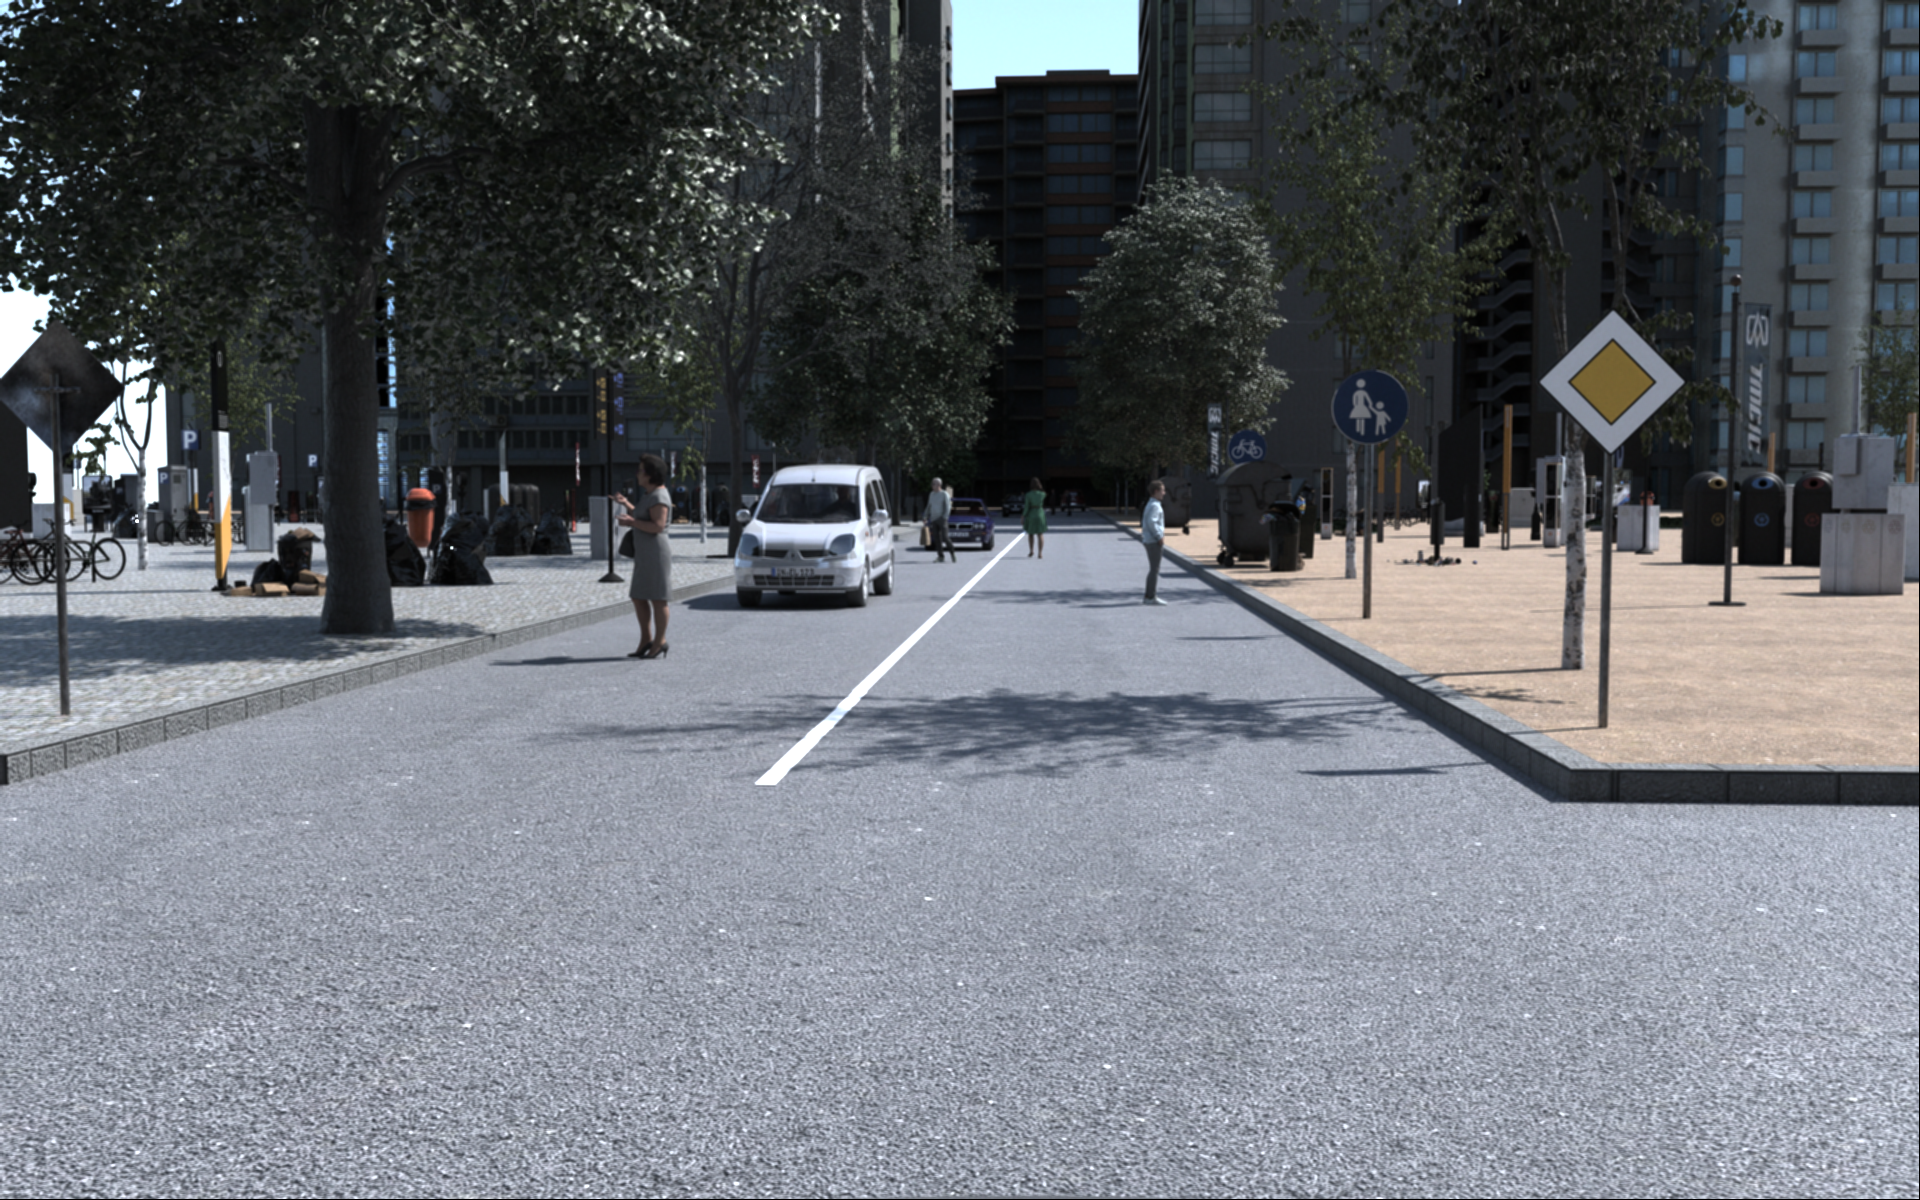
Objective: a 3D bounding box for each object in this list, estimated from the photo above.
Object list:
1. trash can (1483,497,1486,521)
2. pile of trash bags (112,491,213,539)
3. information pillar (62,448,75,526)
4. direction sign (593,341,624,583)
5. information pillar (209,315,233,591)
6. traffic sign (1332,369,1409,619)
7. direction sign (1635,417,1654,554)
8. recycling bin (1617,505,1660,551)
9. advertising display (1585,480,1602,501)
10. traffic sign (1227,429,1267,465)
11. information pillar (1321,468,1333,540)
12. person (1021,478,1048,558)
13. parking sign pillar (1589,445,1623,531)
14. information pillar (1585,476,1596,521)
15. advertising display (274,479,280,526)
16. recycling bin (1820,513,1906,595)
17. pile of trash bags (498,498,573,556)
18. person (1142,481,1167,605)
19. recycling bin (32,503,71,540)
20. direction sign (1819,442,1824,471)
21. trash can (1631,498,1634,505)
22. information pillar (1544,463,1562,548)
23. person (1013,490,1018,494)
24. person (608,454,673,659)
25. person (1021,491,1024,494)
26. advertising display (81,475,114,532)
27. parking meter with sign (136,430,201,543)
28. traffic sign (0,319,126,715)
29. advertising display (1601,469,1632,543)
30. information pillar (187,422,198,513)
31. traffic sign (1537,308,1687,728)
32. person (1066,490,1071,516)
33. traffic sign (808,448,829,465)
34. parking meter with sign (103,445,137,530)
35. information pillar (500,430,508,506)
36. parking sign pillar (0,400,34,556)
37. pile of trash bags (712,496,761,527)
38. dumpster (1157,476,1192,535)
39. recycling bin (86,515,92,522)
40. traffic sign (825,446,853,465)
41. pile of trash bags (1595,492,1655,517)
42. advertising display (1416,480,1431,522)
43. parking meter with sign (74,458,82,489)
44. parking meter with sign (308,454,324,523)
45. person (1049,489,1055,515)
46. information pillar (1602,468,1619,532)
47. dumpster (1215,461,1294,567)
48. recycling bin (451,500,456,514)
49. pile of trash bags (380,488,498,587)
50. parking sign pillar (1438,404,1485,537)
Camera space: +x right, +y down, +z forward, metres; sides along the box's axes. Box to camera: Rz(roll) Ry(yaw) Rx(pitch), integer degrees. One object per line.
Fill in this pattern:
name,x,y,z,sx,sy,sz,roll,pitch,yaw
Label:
trash can,25.019,-4.304,82.027,0.748,1.137,0.748,0,3,0
pile of trash bags,-23.135,-2.538,51.250,1.912,1.369,3.447,2,4,27
information pillar,-36.265,-4.828,70.289,0.504,3.616,0.183,-2,4,-31
direction sign,-5.087,-2.028,25.159,0.379,3.537,0.876,1,4,16
information pillar,-9.803,-1.933,22.966,0.183,3.616,0.504,0,4,-8
traffic sign,4.199,-1.082,17.798,0.768,2.556,0.104,1,4,11
direction sign,14.654,-2.752,36.990,0.379,3.537,0.876,1,4,8
recycling bin,15.291,-1.620,39.043,0.722,1.027,0.722,3,5,41
advertising display,29.502,-4.628,80.877,0.974,1.923,0.123,2,4,31
traffic sign,5.654,-2.084,34.182,0.768,2.556,0.104,0,4,5
information pillar,10.368,-2.719,48.951,0.304,2.012,0.304,1,4,17
person,1.681,-1.835,38.743,0.600,1.795,0.529,-1,4,-17
parking sign pillar,22.717,-4.392,60.285,1.447,3.967,1.447,2,4,32
information pillar,25.996,-4.094,71.426,0.304,2.012,0.304,-3,5,-43
advertising display,-27.978,-3.961,69.971,0.974,1.923,0.123,-3,5,-41
recycling bin,11.605,-0.595,22.280,0.722,1.027,0.722,0,4,-8
pile of trash bags,-9.929,-1.611,36.095,1.912,1.369,3.447,3,5,43
person,2.516,-0.738,22.377,0.330,1.601,0.589,0,4,6
recycling bin,-25.549,-2.211,48.707,0.722,1.027,0.722,0,4,6
direction sign,37.897,-5.156,76.290,0.379,3.537,0.876,1,4,18
trash can,27.270,-3.633,71.058,0.748,1.137,0.748,0,3,0
information pillar,14.130,-2.250,41.273,0.304,2.012,0.304,3,4,39
person,4.558,-8.274,143.800,1.348,1.821,0.705,-1,4,-21
person,-2.798,-0.383,15.116,0.532,1.782,0.716,-1,4,-22
person,5.518,-8.914,155.030,0.721,1.735,1.217,1,4,23
advertising display,-29.009,-3.245,58.275,0.974,1.923,0.123,0,4,-4
parking meter with sign,-20.988,-3.048,46.095,0.543,3.016,1.738,1,4,14
traffic sign,-5.196,-0.389,10.001,0.795,2.450,0.064,0,4,3
advertising display,17.155,-2.443,45.165,0.974,1.923,0.123,-2,4,-34
information pillar,-24.990,-3.978,56.392,0.504,3.616,0.183,3,5,41
traffic sign,3.531,-0.356,9.458,0.795,2.450,0.064,0,4,3
person,7.095,-6.336,113.019,0.530,1.710,0.541,2,4,31
traffic sign,-3.815,-2.902,47.558,0.768,2.556,0.104,1,4,9
parking meter with sign,-29.587,-4.011,61.838,1.738,3.016,0.543,-2,4,-25
information pillar,-16.683,-4.406,63.396,0.183,3.616,0.504,-3,5,-41
parking sign pillar,-20.404,-2.938,36.507,1.447,3.967,1.447,3,5,41
pile of trash bags,-8.261,-3.579,68.263,1.912,1.369,3.447,-3,5,-39
dumpster,6.722,-3.011,54.989,1.264,1.857,1.865,0,4,4
recycling bin,-40.613,-4.187,81.017,0.722,1.027,0.722,-1,4,-15
traffic sign,-3.185,-2.779,45.551,0.768,2.556,0.104,1,4,10
pile of trash bags,28.549,-4.013,75.369,3.447,1.369,1.912,0,4,-8
advertising display,20.946,-4.467,78.257,0.974,1.923,0.123,-3,5,-40
parking meter with sign,-41.643,-5.325,83.330,0.543,3.016,1.738,2,4,31
parking meter with sign,-28.096,-4.933,76.907,0.543,3.016,1.738,1,4,21
person,6.392,-6.773,119.797,0.434,1.755,0.990,0,4,-5
information pillar,18.523,-2.741,49.307,0.304,2.012,0.304,-1,4,-12
dumpster,5.252,-1.537,30.889,1.264,1.857,1.865,0,4,3
recycling bin,-22.027,-3.778,74.329,0.722,1.027,0.722,-1,4,-18
pile of trash bags,-7.975,-0.968,25.582,1.912,1.369,3.447,-1,4,-19
parking sign pillar,15.159,-3.910,52.397,1.447,3.967,1.447,3,4,36
